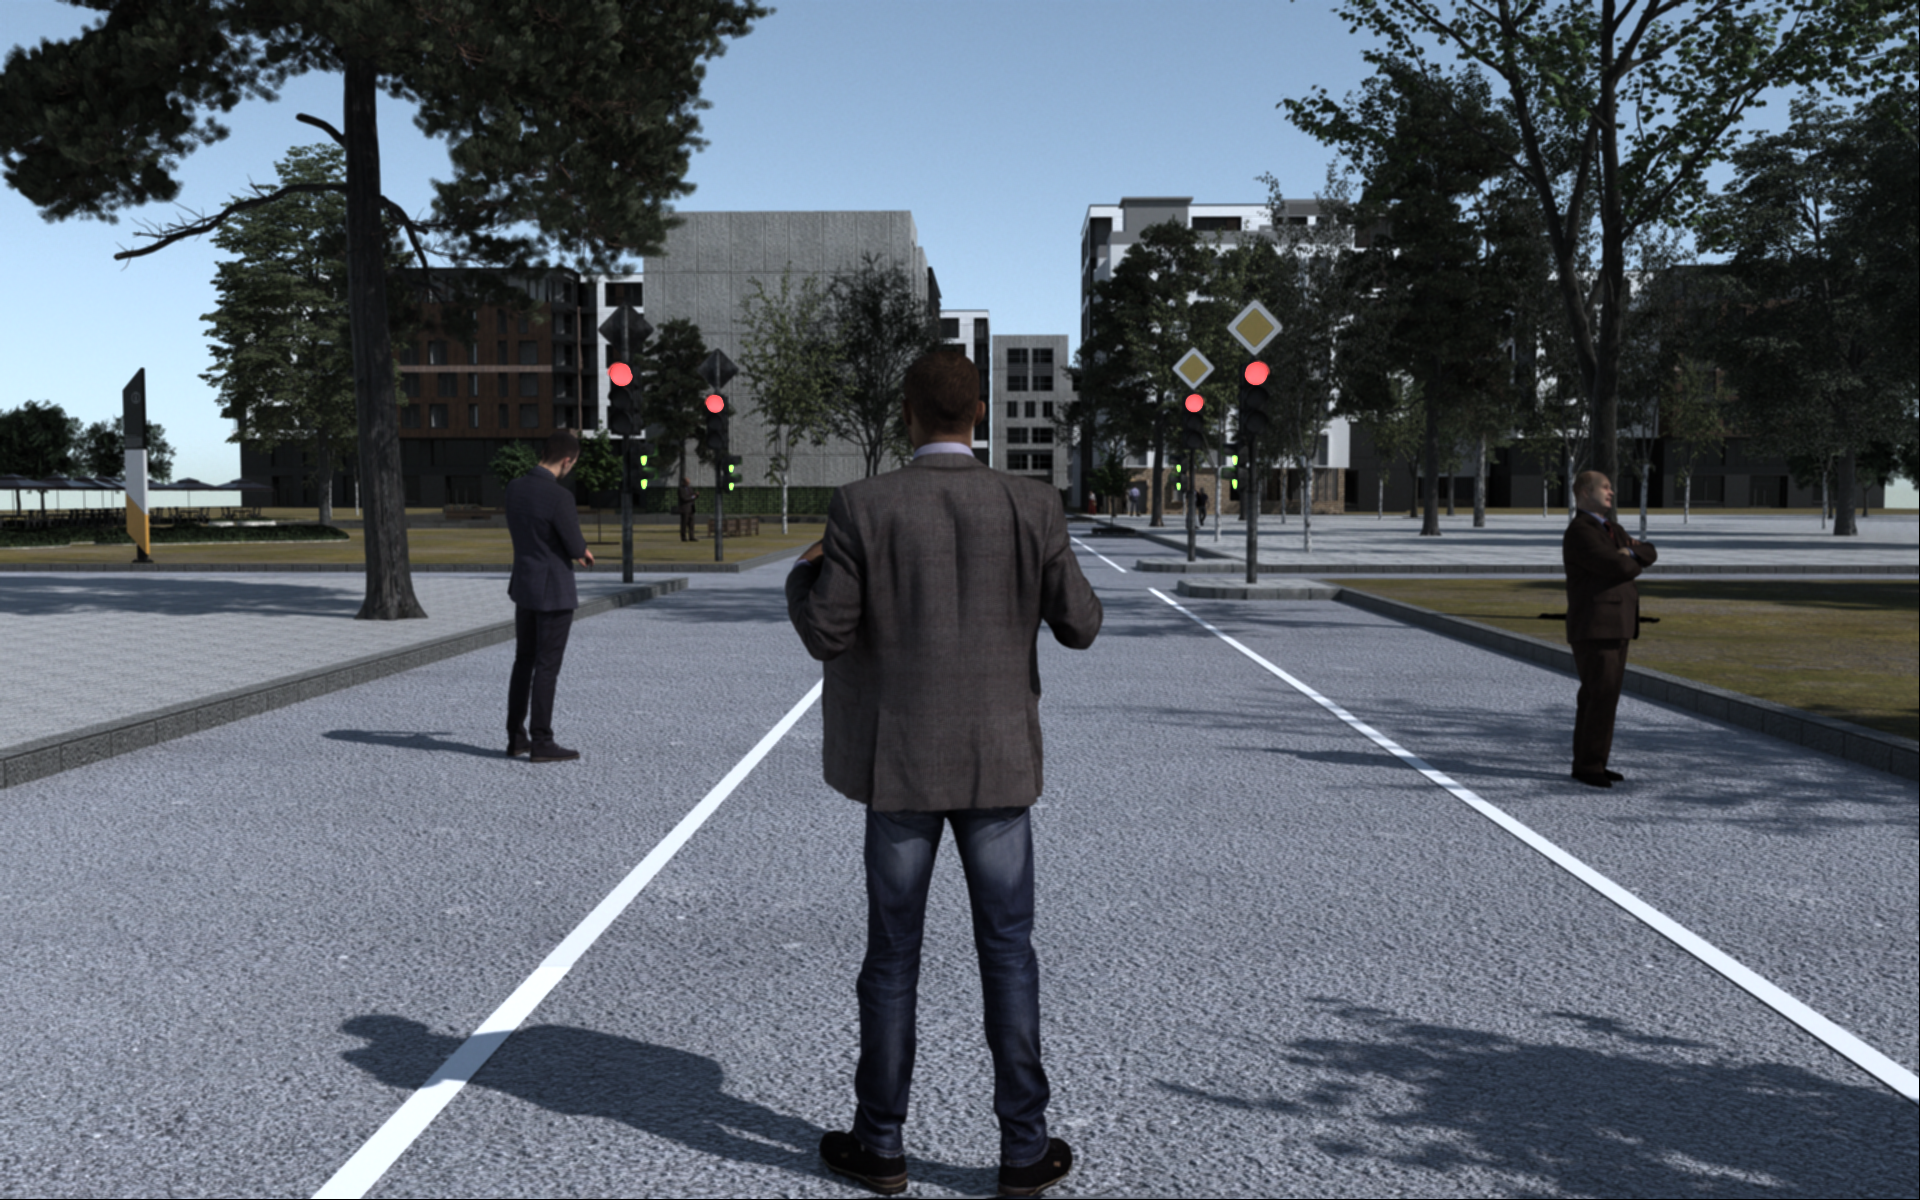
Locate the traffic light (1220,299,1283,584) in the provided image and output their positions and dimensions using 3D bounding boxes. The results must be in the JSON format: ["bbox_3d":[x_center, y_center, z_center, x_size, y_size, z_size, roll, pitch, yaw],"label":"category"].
[{"bbox_3d":[4.166,-2.172,24.758,0.839,4.213,0.868,0,4,1],"label":"traffic light"}]

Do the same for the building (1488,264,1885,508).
[{"bbox_3d":[67.645,-19.843,168.400,32.646,21.610,27.936,0,4,1],"label":"building"}]

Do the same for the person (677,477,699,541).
[{"bbox_3d":[-7.319,-2.452,46.818,0.600,1.739,0.565,0,4,5],"label":"person"}]

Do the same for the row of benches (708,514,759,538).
[{"bbox_3d":[-6.831,-2.268,52.537,1.422,0.672,4.104,0,4,6],"label":"row of benches"}]

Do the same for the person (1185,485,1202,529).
[{"bbox_3d":[8.526,-3.449,63.262,0.655,1.722,0.431,-3,4,-36],"label":"person"}]

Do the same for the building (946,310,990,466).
[{"bbox_3d":[-12.814,-22.184,206.683,32.646,21.610,27.936,0,4,1],"label":"building"}]

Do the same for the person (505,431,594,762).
[{"bbox_3d":[-2.211,-0.030,9.436,0.683,1.767,0.568,2,4,35],"label":"person"}]

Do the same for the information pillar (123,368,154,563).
[{"bbox_3d":[-15.329,-2.501,32.245,0.504,3.616,0.183,1,4,21],"label":"information pillar"}]

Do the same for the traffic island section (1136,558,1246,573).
[{"bbox_3d":[4.412,-0.647,32.852,2.009,0.180,2.903,0,4,1],"label":"traffic island section"}]

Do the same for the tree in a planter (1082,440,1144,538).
[{"bbox_3d":[5.044,-3.681,57.413,1.991,3.239,1.994,0,4,1],"label":"tree in a planter"}]

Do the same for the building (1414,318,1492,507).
[{"bbox_3d":[45.778,-19.449,174.408,11.380,20.091,16.016,0,4,1],"label":"building"}]

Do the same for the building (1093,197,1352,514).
[{"bbox_3d":[17.037,-15.876,115.994,16.016,20.091,11.380,0,4,1],"label":"building"}]

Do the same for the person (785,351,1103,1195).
[{"bbox_3d":[-0.037,0.348,3.630,0.655,1.722,0.431,0,4,-3],"label":"person"}]

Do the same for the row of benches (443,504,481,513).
[{"bbox_3d":[-30.369,-5.520,105.720,1.422,0.672,4.104,-3,5,-41],"label":"row of benches"}]

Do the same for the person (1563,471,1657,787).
[{"bbox_3d":[3.227,0.130,8.638,0.482,1.546,0.388,-3,5,-44],"label":"person"}]

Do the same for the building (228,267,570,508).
[{"bbox_3d":[-51.138,-19.970,170.491,32.646,21.610,27.936,0,4,1],"label":"building"}]

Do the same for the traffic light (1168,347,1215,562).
[{"bbox_3d":[4.372,-2.660,32.740,0.839,4.213,0.868,0,4,1],"label":"traffic light"}]

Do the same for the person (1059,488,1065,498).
[{"bbox_3d":[10.264,-10.508,177.485,1.348,1.869,0.705,-3,4,-38],"label":"person"}]

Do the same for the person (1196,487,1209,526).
[{"bbox_3d":[9.865,-3.790,70.220,0.569,1.553,0.471,2,4,24],"label":"person"}]

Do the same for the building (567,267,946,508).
[{"bbox_3d":[-18.486,-19.960,170.321,32.646,21.610,27.936,0,4,1],"label":"building"}]

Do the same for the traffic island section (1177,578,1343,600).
[{"bbox_3d":[4.206,-0.158,24.870,2.009,0.180,2.903,0,4,1],"label":"traffic island section"}]

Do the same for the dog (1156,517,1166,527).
[{"bbox_3d":[7.859,-3.043,67.482,0.748,0.427,0.550,-2,4,-26],"label":"dog"}]

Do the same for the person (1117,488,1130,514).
[{"bbox_3d":[10.353,-6.281,109.451,1.217,1.735,0.721,-3,5,-43],"label":"person"}]

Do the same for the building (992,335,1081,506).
[{"bbox_3d":[19.519,-20.435,200.570,31.486,18.905,16.747,0,4,1],"label":"building"}]

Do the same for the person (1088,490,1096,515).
[{"bbox_3d":[8.013,-5.908,105.111,0.523,1.526,0.387,0,4,-7],"label":"person"}]

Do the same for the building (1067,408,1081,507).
[{"bbox_3d":[15.449,-13.914,169.647,9.099,9.664,28.070,0,4,1],"label":"building"}]

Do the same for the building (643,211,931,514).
[{"bbox_3d":[-11.052,-15.768,124.272,16.747,18.905,31.486,0,4,1],"label":"building"}]

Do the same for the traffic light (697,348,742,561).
[{"bbox_3d":[-4.587,-2.673,32.954,0.839,4.213,0.868,0,4,1],"label":"traffic light"}]

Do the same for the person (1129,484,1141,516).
[{"bbox_3d":[10.119,-5.759,100.077,0.709,1.838,0.599,1,4,13],"label":"person"}]

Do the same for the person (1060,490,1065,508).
[{"bbox_3d":[9.625,-9.525,163.253,0.593,1.643,0.415,0,4,-7],"label":"person"}]

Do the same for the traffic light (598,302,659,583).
[{"bbox_3d":[-4.792,-2.185,24.972,0.839,4.213,0.868,0,4,1],"label":"traffic light"}]

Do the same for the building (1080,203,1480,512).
[{"bbox_3d":[23.506,-18.013,138.491,27.936,21.610,32.646,0,4,1],"label":"building"}]
